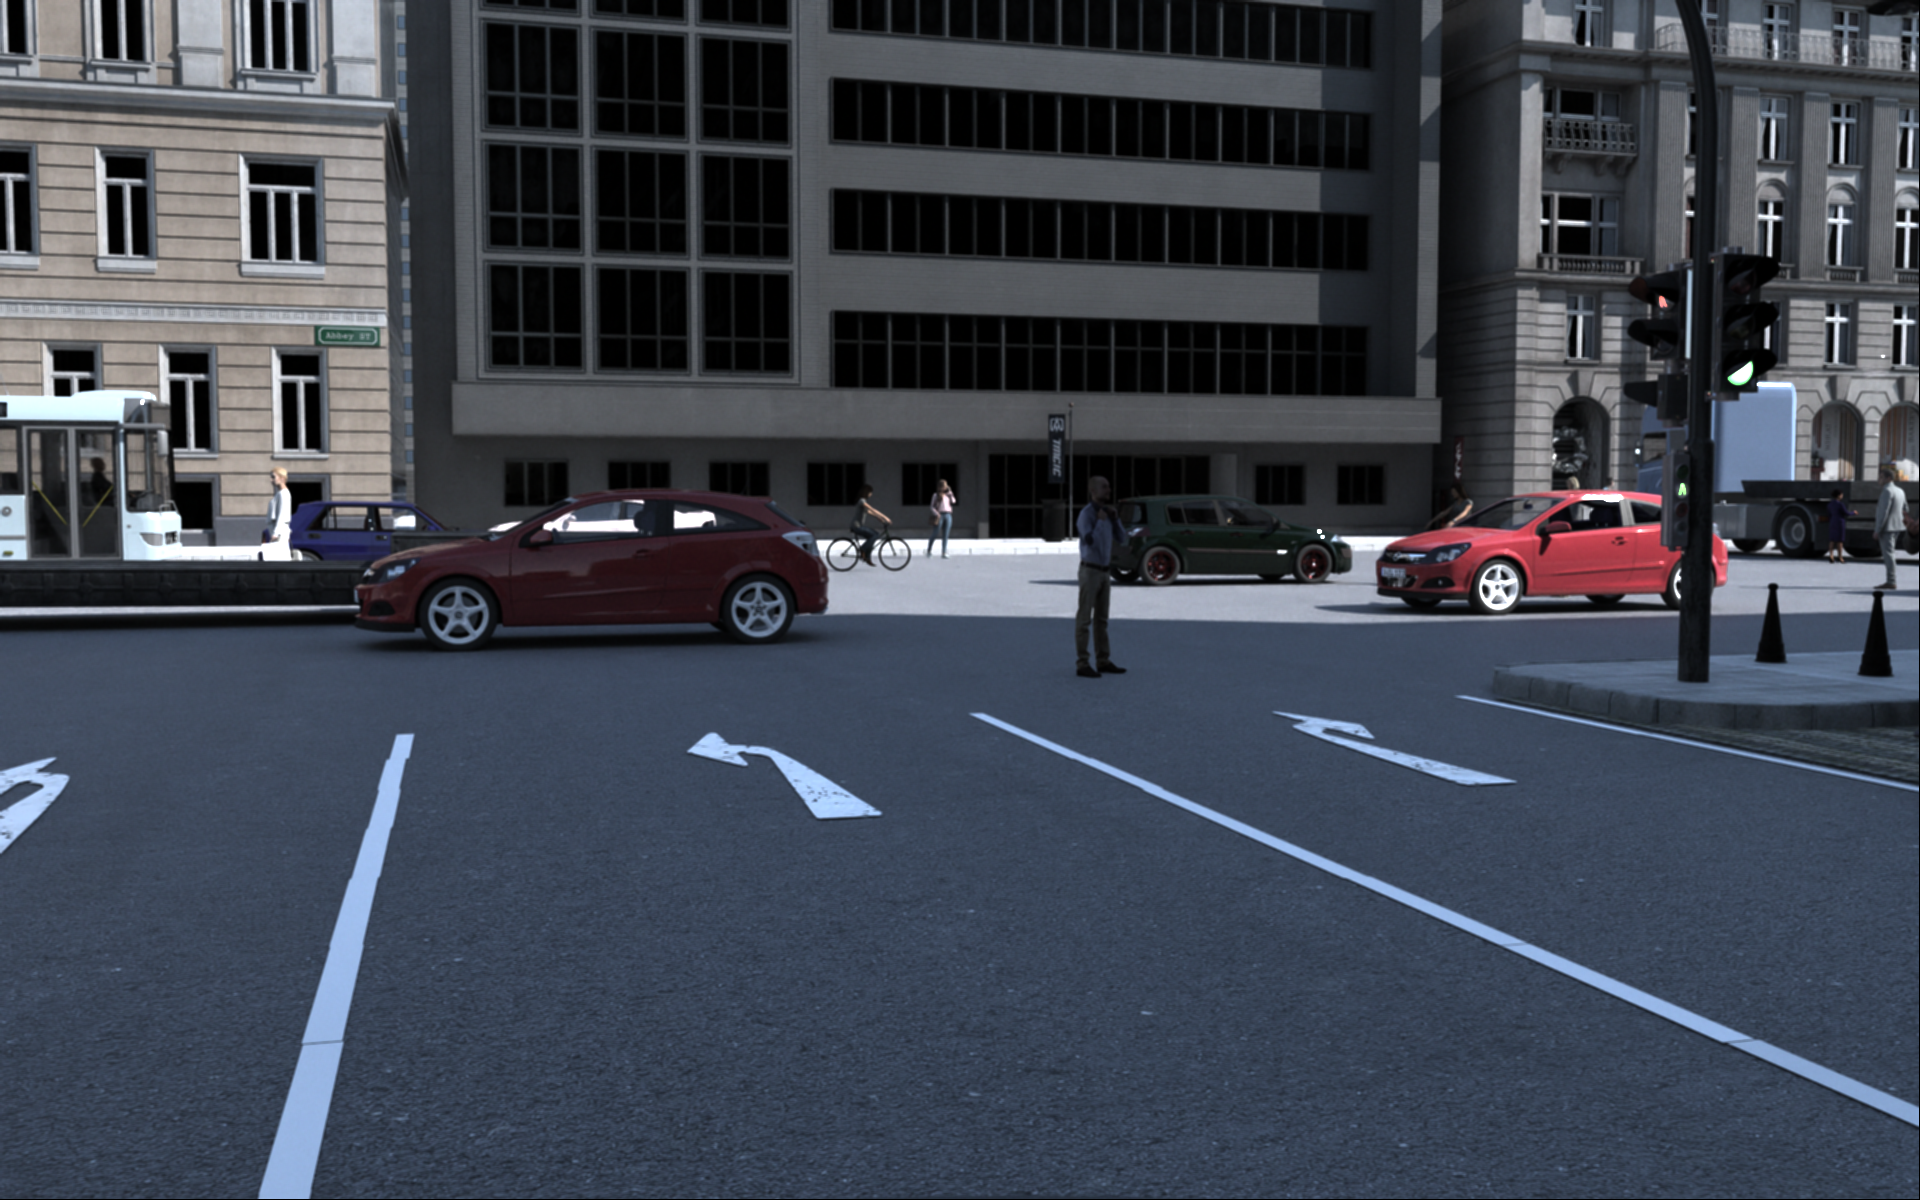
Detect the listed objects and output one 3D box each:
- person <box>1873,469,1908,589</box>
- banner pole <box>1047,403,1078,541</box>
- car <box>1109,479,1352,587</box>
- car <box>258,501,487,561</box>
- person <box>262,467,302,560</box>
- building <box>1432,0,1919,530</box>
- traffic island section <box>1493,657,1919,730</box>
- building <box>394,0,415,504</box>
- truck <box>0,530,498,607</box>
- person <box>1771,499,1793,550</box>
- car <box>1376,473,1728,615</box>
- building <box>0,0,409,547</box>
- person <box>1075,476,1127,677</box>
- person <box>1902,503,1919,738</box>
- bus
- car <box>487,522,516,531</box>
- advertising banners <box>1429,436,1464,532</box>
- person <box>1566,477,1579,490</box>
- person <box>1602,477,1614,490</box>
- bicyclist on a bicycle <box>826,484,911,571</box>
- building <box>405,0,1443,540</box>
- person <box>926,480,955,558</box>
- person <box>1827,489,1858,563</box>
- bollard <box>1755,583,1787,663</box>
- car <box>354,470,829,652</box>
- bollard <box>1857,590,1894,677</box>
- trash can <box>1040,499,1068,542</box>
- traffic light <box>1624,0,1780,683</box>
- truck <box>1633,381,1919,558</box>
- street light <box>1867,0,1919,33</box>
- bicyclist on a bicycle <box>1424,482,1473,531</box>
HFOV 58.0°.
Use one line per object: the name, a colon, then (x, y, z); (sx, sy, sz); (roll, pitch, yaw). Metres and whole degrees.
person: (13.998, -1.070, 26.090); (0.391, 1.810, 0.635); (3, 5, 42)
banner pole: (2.818, -3.523, 47.612); (0.863, 3.779, 0.401); (1, 4, 13)
car: (4.226, -1.111, 27.944); (4.222, 1.686, 2.009); (-1, 4, -15)
car: (-8.640, -0.857, 26.590); (3.894, 1.354, 1.945); (-1, 4, -15)
person: (-8.724, -0.825, 22.334); (0.624, 1.780, 0.694); (-1, 4, -10)
building: (25.748, -13.291, 59.116); (24.055, 21.916, 13.314); (-1, 4, -16)
traffic island section: (5.039, 0.635, 11.904); (2.009, 0.180, 2.903); (-1, 4, -16)
building: (-63.452, -40.484, 203.904); (28.212, 58.520, 21.231); (-1, 4, -16)
truck: (-11.745, -1.757, 18.481); (18.799, 4.110, 2.967); (-1, 4, -16)
person: (21.167, -2.197, 44.596); (0.511, 1.800, 0.466); (0, 4, -3)
car: (7.342, -0.769, 21.606); (4.494, 1.783, 2.155); (-1, 4, -17)
building: (-25.183, -15.888, 45.675); (20.117, 28.700, 13.634); (-1, 4, -16)
person: (1.109, -0.192, 13.706); (0.319, 1.574, 0.516); (3, 5, 42)
person: (5.748, -0.055, 9.934); (0.617, 1.759, 0.750); (2, 4, 35)
bus: (-18.641, -1.976, 27.172); (13.247, 3.499, 2.948); (-1, 4, -16)
car: (-7.349, -1.395, 35.169); (4.827, 1.381, 2.083); (-1, 4, -17)
advertising banners: (14.832, -3.477, 53.037); (0.090, 3.025, 2.074); (-1, 4, -16)
person: (13.154, -1.736, 37.060); (0.728, 1.800, 0.709); (0, 4, -8)
person: (15.318, -2.005, 41.140); (0.638, 1.841, 0.748); (-3, 5, -41)
bicyclist on a bicycle: (-1.692, -1.355, 32.172); (1.625, 1.676, 1.499); (-1, 4, -16)
building: (-1.354, -14.351, 53.707); (30.058, 24.678, 14.314); (-1, 4, -16)
person: (-0.472, -1.812, 38.718); (0.593, 1.750, 0.643); (-2, 4, -29)
person: (18.196, -1.524, 35.790); (0.546, 1.535, 0.453); (-3, 4, -37)
bollard: (6.205, 0.172, 13.232); (0.229, 0.601, 0.229); (0, 3, 0)
car: (-3.534, -0.478, 16.857); (4.494, 1.783, 2.155); (-1, 4, -16)
bollard: (6.482, 0.232, 12.243); (0.229, 0.601, 0.229); (0, 3, 0)
trash can: (2.510, -2.122, 46.350); (0.748, 1.137, 0.748); (0, 3, 0)
traffic light: (3.010, -2.226, 11.068); (4.771, 5.953, 1.251); (-1, 4, -16)
truck: (20.482, -2.813, 35.747); (2.967, 4.110, 18.799); (-1, 4, -16)
street light: (7.026, -2.397, 11.979); (0.468, 5.910, 1.993); (-1, 4, -16)
bicyclist on a bicycle: (7.738, -1.044, 27.093); (1.625, 1.676, 1.499); (-1, 4, -17)
